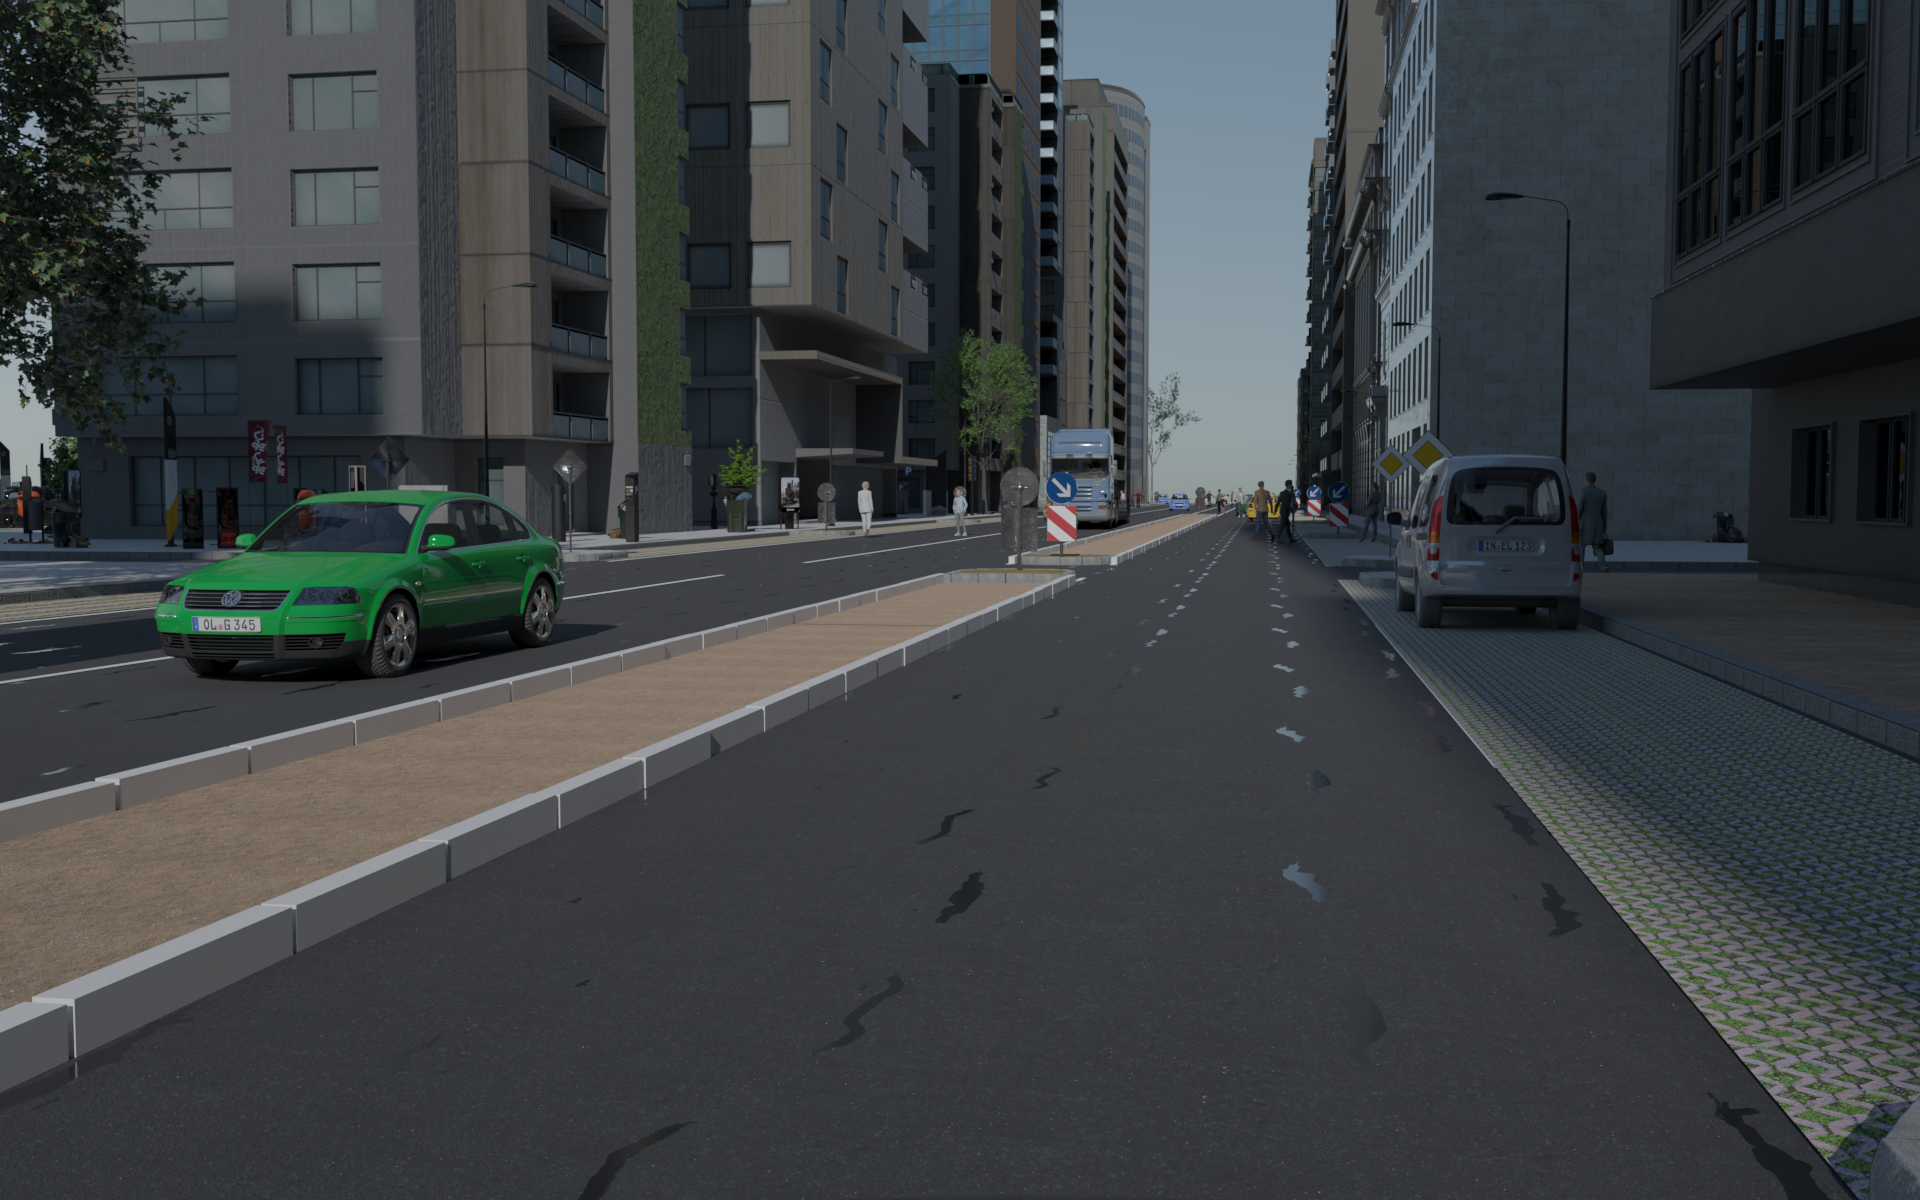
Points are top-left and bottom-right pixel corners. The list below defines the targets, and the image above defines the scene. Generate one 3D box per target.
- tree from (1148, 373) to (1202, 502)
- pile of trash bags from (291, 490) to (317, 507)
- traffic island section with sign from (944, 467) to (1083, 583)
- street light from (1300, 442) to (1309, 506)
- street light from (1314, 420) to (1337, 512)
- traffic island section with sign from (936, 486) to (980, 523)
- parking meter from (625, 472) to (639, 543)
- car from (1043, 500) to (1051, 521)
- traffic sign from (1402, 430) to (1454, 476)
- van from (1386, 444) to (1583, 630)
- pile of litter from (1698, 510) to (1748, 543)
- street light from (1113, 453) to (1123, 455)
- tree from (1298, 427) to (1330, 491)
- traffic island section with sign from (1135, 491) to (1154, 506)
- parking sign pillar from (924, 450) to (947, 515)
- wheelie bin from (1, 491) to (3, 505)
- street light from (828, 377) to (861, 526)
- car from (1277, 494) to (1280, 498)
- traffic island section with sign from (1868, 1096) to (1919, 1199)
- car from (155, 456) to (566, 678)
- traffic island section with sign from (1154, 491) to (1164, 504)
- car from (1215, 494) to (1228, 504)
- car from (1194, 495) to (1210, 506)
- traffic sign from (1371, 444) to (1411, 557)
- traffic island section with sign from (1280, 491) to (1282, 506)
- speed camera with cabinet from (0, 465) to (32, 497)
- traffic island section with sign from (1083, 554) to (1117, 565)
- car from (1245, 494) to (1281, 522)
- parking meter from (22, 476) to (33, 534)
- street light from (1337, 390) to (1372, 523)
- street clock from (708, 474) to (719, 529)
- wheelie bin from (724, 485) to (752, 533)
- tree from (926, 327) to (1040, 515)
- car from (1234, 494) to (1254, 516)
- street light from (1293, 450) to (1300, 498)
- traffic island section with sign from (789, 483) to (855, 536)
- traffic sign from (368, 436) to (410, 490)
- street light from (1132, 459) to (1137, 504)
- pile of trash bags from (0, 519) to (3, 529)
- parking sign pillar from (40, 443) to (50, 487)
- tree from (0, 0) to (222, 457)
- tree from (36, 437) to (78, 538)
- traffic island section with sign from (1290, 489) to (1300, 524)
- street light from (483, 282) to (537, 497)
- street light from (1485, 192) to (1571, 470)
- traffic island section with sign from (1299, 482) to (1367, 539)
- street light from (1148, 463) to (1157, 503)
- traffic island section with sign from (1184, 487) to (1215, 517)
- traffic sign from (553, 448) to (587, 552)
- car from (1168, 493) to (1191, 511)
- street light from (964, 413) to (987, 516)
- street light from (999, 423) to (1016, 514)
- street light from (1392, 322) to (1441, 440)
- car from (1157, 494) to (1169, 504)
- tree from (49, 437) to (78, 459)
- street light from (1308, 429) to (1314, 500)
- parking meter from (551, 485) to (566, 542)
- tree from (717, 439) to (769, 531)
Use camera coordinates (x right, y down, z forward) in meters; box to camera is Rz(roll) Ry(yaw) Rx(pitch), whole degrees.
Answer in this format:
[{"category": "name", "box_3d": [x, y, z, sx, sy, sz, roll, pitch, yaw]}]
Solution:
[{"category": "tree", "box_3d": [31.184, -25.246, 268.662, 12.611, 20.169, 13.585, 0, 3, 0]}, {"category": "pile of trash bags", "box_3d": [-35.417, -4.973, 91.062, 1.912, 1.369, 3.447, 1, 4, 12]}, {"category": "traffic island section with sign", "box_3d": [0.887, -1.252, 28.604, 2.006, 1.907, 1.989, 1, 4, 10]}, {"category": "street light", "box_3d": [31.121, -11.067, 153.493, 1.470, 5.913, 1.316, 1, 4, 10]}, {"category": "street light", "box_3d": [23.020, -8.286, 108.024, 1.470, 5.913, 1.316, 1, 4, 10]}, {"category": "traffic island section with sign", "box_3d": [-0.030, -4.771, 86.632, 1.989, 1.847, 2.006, 1, 4, 10]}, {"category": "parking meter", "box_3d": [-8.706, -2.462, 45.968, 0.255, 1.863, 0.399, 1, 4, 11]}, {"category": "car", "box_3d": [5.463, -5.013, 92.182, 2.015, 1.641, 3.980, 1, 4, 9]}, {"category": "traffic sign", "box_3d": [7.321, -1.438, 27.153, 0.795, 2.450, 0.064, 1, 4, 10]}, {"category": "van", "box_3d": [5.917, -0.775, 19.678, 2.013, 2.044, 4.112, 1, 4, 10]}, {"category": "pile of litter", "box_3d": [20.386, -1.949, 45.838, 1.176, 0.858, 1.719, -1, 4, -11]}, {"category": "street light", "box_3d": [17.723, -13.646, 195.648, 1.470, 5.913, 1.316, 1, 4, 10]}, {"category": "tree", "box_3d": [39.347, -14.773, 191.908, 4.360, 8.622, 3.978, 0, 3, 0]}, {"category": "traffic island section with sign", "box_3d": [23.041, -12.779, 217.558, 1.989, 1.847, 2.006, 1, 4, 10]}, {"category": "parking sign pillar", "box_3d": [-1.492, -7.081, 104.254, 1.447, 3.967, 1.447, -1, 4, -15]}, {"category": "wheelie bin", "box_3d": [-38.736, -3.851, 70.876, 0.980, 1.594, 0.693, 1, 4, 21]}, {"category": "street light", "box_3d": [-4.593, -5.886, 68.778, 1.470, 5.913, 1.316, 1, 4, 10]}, {"category": "car", "box_3d": [46.308, -14.671, 248.674, 1.959, 1.807, 4.718, 1, 4, 10]}, {"category": "traffic island section with sign", "box_3d": [2.713, 0.356, 2.802, 1.989, 1.847, 2.006, 1, 4, 10]}, {"category": "car", "box_3d": [-4.999, -0.380, 15.006, 1.959, 1.807, 4.718, 1, 4, 10]}, {"category": "traffic island section with sign", "box_3d": [27.798, -14.428, 244.529, 1.989, 1.847, 2.006, 1, 4, 10]}, {"category": "car", "box_3d": [39.239, -15.350, 259.762, 1.959, 1.807, 4.718, 1, 4, 9]}, {"category": "car", "box_3d": [29.480, -12.098, 210.168, 2.083, 1.381, 4.827, 1, 4, 11]}, {"category": "traffic sign", "box_3d": [8.707, -1.919, 35.018, 0.795, 2.450, 0.064, 1, 4, 10]}, {"category": "traffic island section with sign", "box_3d": [25.745, -7.631, 133.397, 1.989, 1.847, 2.006, 1, 4, 10]}, {"category": "speed camera with cabinet", "box_3d": [-63.613, -7.495, 116.879, 2.038, 3.252, 0.660, 1, 4, 20]}, {"category": "traffic island section with sign", "box_3d": [2.183, -1.698, 35.897, 2.006, 1.907, 1.989, 1, 4, 10]}, {"category": "car", "box_3d": [15.653, -4.818, 88.990, 2.015, 1.641, 3.980, 1, 4, 12]}, {"category": "parking meter", "box_3d": [-30.401, -3.103, 56.448, 0.255, 1.863, 0.399, -2, 4, -24]}, {"category": "street light", "box_3d": [17.699, -6.412, 77.372, 1.470, 5.913, 1.316, 1, 4, 10]}, {"category": "street clock", "box_3d": [-8.956, -3.577, 63.051, 0.358, 2.002, 0.471, -2, 4, -33]}, {"category": "wheelie bin", "box_3d": [-7.427, -3.052, 57.812, 0.980, 1.594, 0.693, 0, 4, 4]}, {"category": "tree", "box_3d": [1.412, -11.197, 108.822, 9.928, 11.665, 9.643, 0, 3, 0]}, {"category": "car", "box_3d": [18.928, -6.194, 113.069, 2.131, 1.459, 4.920, 1, 4, 10]}, {"category": "street light", "box_3d": [36.489, -12.942, 184.137, 1.470, 5.913, 1.316, 1, 4, 10]}, {"category": "traffic island section with sign", "box_3d": [-4.714, -3.147, 60.086, 1.989, 1.847, 2.006, 1, 4, 10]}, {"category": "traffic sign", "box_3d": [-9.954, -1.625, 30.208, 0.795, 2.450, 0.064, 1, 4, 10]}, {"category": "street light", "box_3d": [23.174, -15.519, 226.277, 1.470, 5.913, 1.316, 1, 4, 10]}, {"category": "pile of trash bags", "box_3d": [-35.571, -3.368, 64.821, 3.447, 1.369, 1.912, 3, 5, 40]}, {"category": "parking sign pillar", "box_3d": [-48.728, -6.348, 92.258, 1.447, 3.967, 1.447, -2, 4, -31]}, {"category": "tree", "box_3d": [-14.132, -6.391, 21.493, 9.611, 12.733, 9.660, 0, 3, 0]}, {"category": "tree", "box_3d": [-26.398, -3.452, 51.044, 1.663, 3.219, 1.824, 0, 3, 0]}, {"category": "traffic island section with sign", "box_3d": [16.970, -4.588, 83.647, 1.989, 1.847, 2.006, 1, 4, 10]}, {"category": "street light", "box_3d": [-9.933, -4.012, 38.129, 1.470, 5.913, 1.316, 1, 4, 10]}, {"category": "street light", "box_3d": [8.764, -3.313, 26.706, 1.470, 5.913, 1.316, 1, 4, 10]}, {"category": "traffic island section with sign", "box_3d": [12.084, -2.892, 55.916, 1.989, 1.847, 2.006, 1, 4, 10]}, {"category": "street light", "box_3d": [28.532, -17.393, 256.922, 1.470, 5.913, 1.316, 1, 4, 10]}, {"category": "traffic island section with sign", "box_3d": [15.220, -6.224, 109.901, 2.006, 1.907, 1.989, 1, 4, 10]}, {"category": "traffic sign", "box_3d": [-8.568, -2.106, 38.073, 0.795, 2.450, 0.064, 1, 4, 10]}, {"category": "car", "box_3d": [18.850, -8.501, 148.580, 1.945, 1.707, 3.694, 1, 4, 8]}, {"category": "street light", "box_3d": [0.832, -7.760, 99.411, 1.470, 5.913, 1.316, 1, 4, 10]}, {"category": "street light", "box_3d": [3.282, -8.631, 113.650, 1.470, 5.913, 1.316, 1, 4, 10]}, {"category": "street light", "box_3d": [12.340, -4.537, 46.727, 1.470, 5.913, 1.316, 1, 4, 10]}, {"category": "car", "box_3d": [29.666, -14.947, 253.967, 1.945, 1.707, 3.694, 1, 4, 12]}, {"category": "tree", "box_3d": [-36.649, -5.486, 73.417, 4.285, 4.588, 4.351, 0, 3, 0]}, {"category": "street light", "box_3d": [25.673, -9.194, 122.864, 1.470, 5.913, 1.316, 1, 4, 10]}, {"category": "parking meter", "box_3d": [-10.729, -2.317, 46.298, 0.372, 1.533, 0.369, 0, 3, 0]}, {"category": "tree", "box_3d": [-7.760, -4.040, 60.658, 1.663, 3.219, 1.824, 0, 3, 0]}]
